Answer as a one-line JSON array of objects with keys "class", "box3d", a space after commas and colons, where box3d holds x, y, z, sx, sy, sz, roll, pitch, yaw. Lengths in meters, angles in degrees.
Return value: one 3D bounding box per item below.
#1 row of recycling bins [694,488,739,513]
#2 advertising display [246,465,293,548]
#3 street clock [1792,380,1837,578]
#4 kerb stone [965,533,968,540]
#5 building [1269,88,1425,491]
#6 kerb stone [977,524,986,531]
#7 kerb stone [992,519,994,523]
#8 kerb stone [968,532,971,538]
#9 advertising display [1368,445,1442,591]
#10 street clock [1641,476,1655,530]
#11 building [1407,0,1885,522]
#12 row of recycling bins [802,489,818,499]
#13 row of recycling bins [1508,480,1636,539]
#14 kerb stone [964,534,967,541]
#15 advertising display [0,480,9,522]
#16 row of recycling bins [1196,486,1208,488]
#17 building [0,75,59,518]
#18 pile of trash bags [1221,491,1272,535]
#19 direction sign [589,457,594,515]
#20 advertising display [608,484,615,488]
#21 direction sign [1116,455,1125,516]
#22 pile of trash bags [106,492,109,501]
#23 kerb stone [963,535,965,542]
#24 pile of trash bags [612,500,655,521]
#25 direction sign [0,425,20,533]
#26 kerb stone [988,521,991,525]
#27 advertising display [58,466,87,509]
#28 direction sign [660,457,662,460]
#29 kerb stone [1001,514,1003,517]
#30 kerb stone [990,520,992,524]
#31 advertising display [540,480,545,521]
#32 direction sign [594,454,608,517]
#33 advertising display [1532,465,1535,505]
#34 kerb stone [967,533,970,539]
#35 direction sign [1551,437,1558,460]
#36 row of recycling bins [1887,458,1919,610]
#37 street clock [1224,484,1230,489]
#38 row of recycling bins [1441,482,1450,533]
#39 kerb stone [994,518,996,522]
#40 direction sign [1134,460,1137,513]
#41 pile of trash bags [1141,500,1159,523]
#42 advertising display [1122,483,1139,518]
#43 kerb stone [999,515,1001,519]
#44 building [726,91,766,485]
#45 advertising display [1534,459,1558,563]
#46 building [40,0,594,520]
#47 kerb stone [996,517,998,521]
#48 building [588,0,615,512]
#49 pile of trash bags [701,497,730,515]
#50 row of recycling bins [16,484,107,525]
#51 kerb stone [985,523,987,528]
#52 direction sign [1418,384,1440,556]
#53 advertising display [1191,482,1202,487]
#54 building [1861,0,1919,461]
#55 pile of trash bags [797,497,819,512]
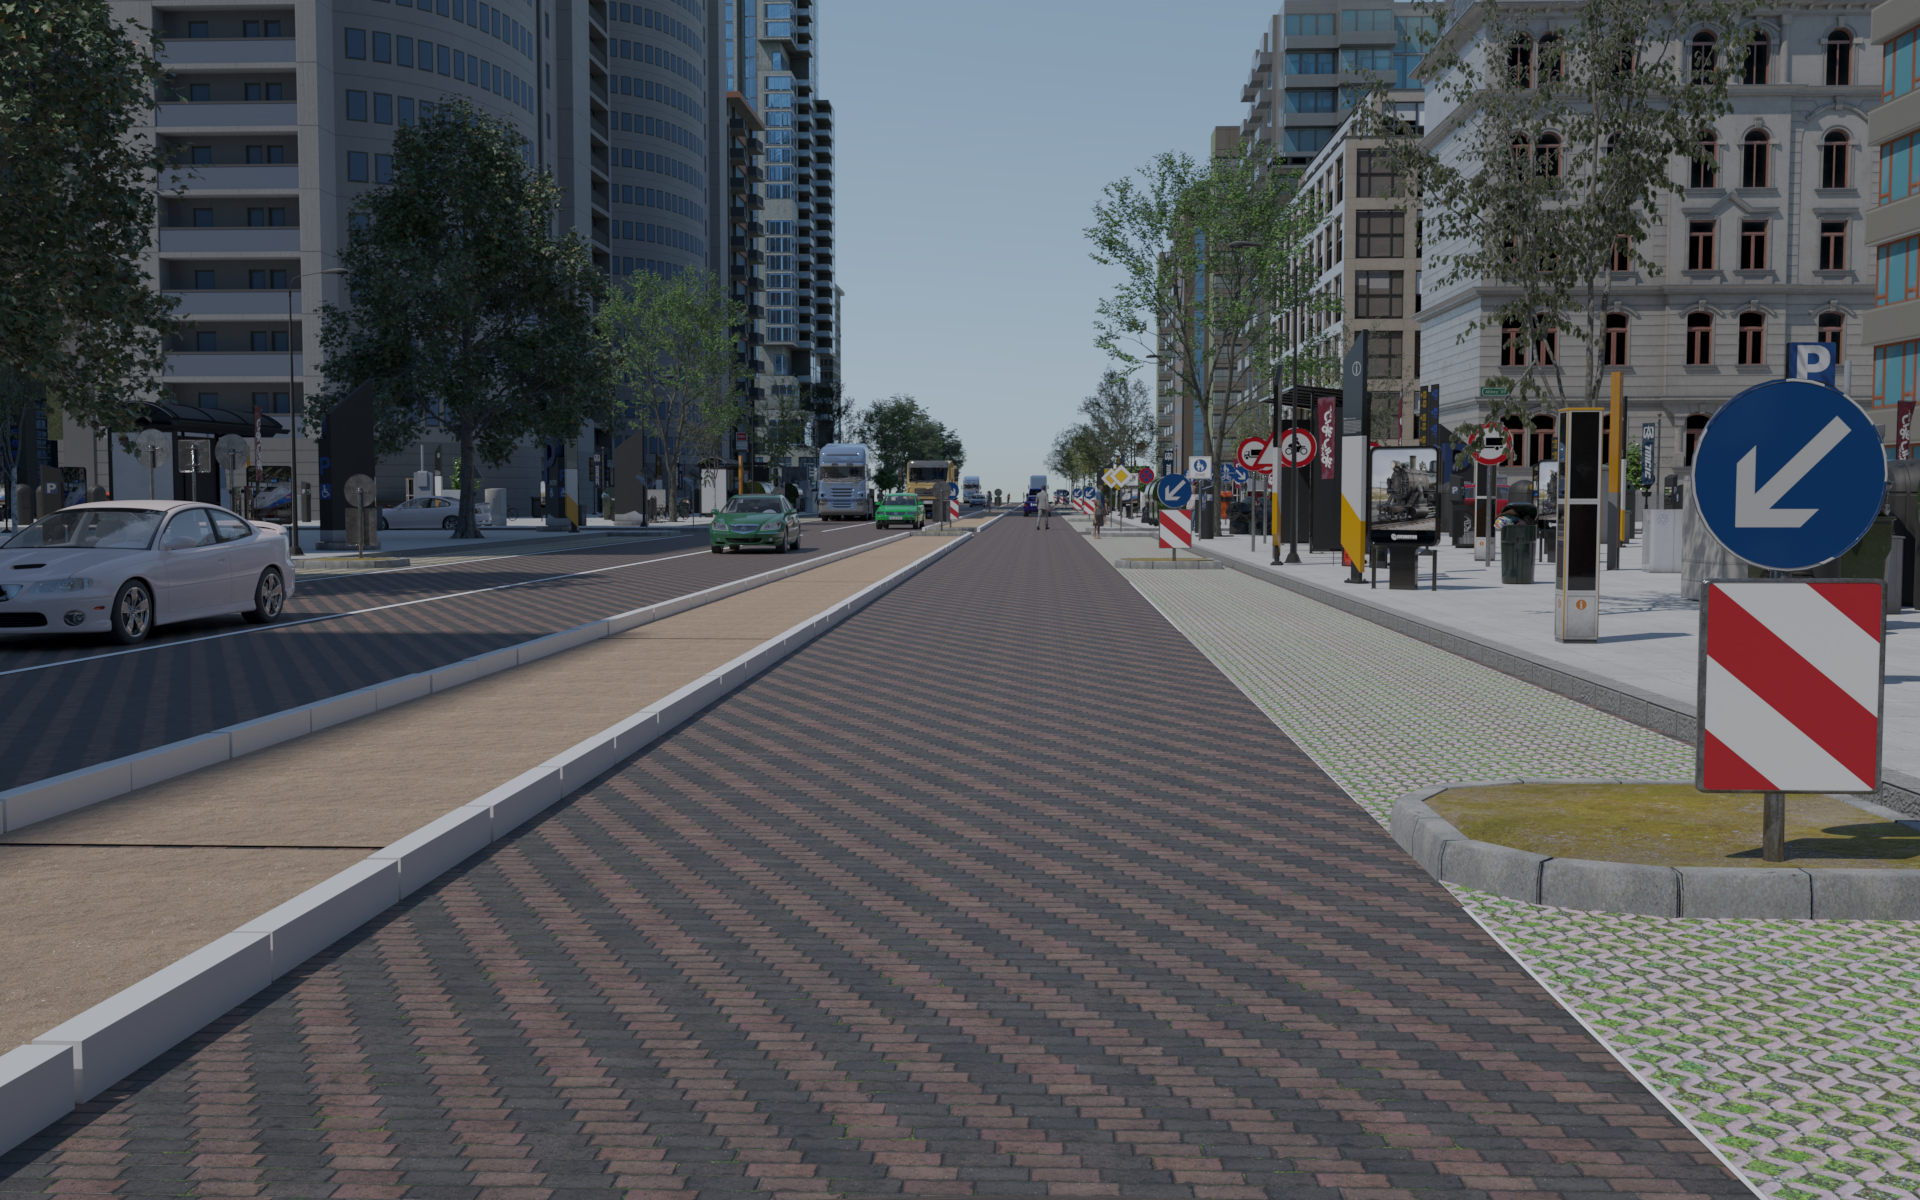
[{"class": "row of recycling bins", "box3d": [-16.259, -6.705, 116.747, 3.534, 1.692, 1.069, -2, 4, -29]}, {"class": "advertising display", "box3d": [-15.616, -2.079, 39.209, 0.974, 1.923, 0.123, -2, 4, -30]}, {"class": "street clock", "box3d": [5.440, -0.405, 11.188, 0.471, 2.002, 0.358, 0, 4, 6]}, {"class": "kerb stone", "box3d": [0.099, -1.866, 52.706, 0.120, 0.150, 1.000, 0, 4, 3]}, {"class": "building", "box3d": [34.022, -19.504, 123.401, 19.350, 26.468, 34.151, 0, 4, 3]}, {"class": "kerb stone", "box3d": [0.864, -2.899, 69.597, 0.120, 0.150, 1.000, 0, 4, 3]}, {"class": "kerb stone", "box3d": [1.384, -3.587, 80.847, 0.120, 0.150, 1.000, 0, 4, 3]}, {"class": "kerb stone", "box3d": [0.193, -1.991, 54.755, 0.120, 0.150, 1.000, 0, 4, 3]}, {"class": "advertising display", "box3d": [5.941, -1.097, 23.150, 0.974, 1.923, 0.123, 3, 4, 37]}, {"class": "street clock", "box3d": [22.674, -3.220, 57.210, 0.471, 2.002, 0.358, 0, 4, -7]}, {"class": "building", "box3d": [35.292, -18.213, 85.178, 23.554, 28.519, 14.401, 0, 4, 3]}, {"class": "row of recycling bins", "box3d": [-11.459, -7.633, 131.910, 3.534, 1.692, 1.069, -2, 4, -28]}, {"class": "row of recycling bins", "box3d": [17.536, -2.608, 49.748, 3.534, 1.692, 1.069, 0, 4, 2]}, {"class": "kerb stone", "box3d": [0.052, -1.804, 51.684, 0.120, 0.150, 1.000, 0, 4, 3]}, {"class": "advertising display", "box3d": [-44.498, -4.588, 80.227, 0.974, 1.923, 0.123, 1, 4, 16]}, {"class": "row of recycling bins", "box3d": [11.848, -5.111, 90.673, 3.534, 1.692, 1.069, -2, 4, -23]}, {"class": "building", "box3d": [-65.563, -47.692, 92.435, 31.000, 86.520, 22.319, 0, 4, 3]}, {"class": "pile of trash bags", "box3d": [9.311, -2.801, 55.552, 1.912, 1.369, 3.447, -2, 4, -27]}, {"class": "direction sign", "box3d": [-22.701, -7.063, 107.481, 0.379, 3.537, 0.876, 2, 4, 28]}, {"class": "advertising display", "box3d": [-23.251, -6.766, 115.842, 0.123, 1.923, 0.974, 3, 5, 43]}, {"class": "direction sign", "box3d": [9.365, -6.676, 101.146, 0.379, 3.537, 0.876, -2, 4, -26]}, {"class": "pile of trash bags", "box3d": [-69.382, -8.144, 142.912, 1.912, 1.369, 3.447, 3, 5, 41]}, {"class": "kerb stone", "box3d": [0.004, -1.740, 50.663, 0.120, 0.150, 1.000, 0, 4, 3]}, {"class": "pile of trash bags", "box3d": [-15.528, -4.393, 81.585, 1.912, 1.369, 3.447, 0, 4, 4]}, {"class": "direction sign", "box3d": [-31.440, -3.977, 57.027, 0.876, 3.537, 0.379, -1, 4, -20]}, {"class": "kerb stone", "box3d": [1.150, -3.270, 75.734, 0.120, 0.150, 1.000, 0, 4, 3]}, {"class": "advertising display", "box3d": [-20.898, -2.178, 40.829, 0.123, 1.923, 0.974, 0, 4, 4]}, {"class": "direction sign", "box3d": [-18.118, -6.906, 104.911, 0.379, 3.537, 0.876, 0, 4, -1]}, {"class": "kerb stone", "box3d": [2.273, -4.775, 100.327, 0.120, 0.150, 1.000, 0, 4, 3]}, {"class": "kerb stone", "box3d": [1.243, -3.400, 77.778, 0.120, 0.150, 1.000, 0, 4, 3]}, {"class": "advertising display", "box3d": [-19.151, -4.635, 80.999, 0.974, 1.923, 0.123, 0, 4, 4]}, {"class": "direction sign", "box3d": [-20.317, -6.529, 98.750, 0.379, 3.537, 0.876, -3, 5, -41]}, {"class": "advertising display", "box3d": [12.592, -1.928, 36.737, 0.123, 1.923, 0.974, -3, 5, -40]}, {"class": "kerb stone", "box3d": [0.154, -1.923, 53.733, 0.120, 0.150, 1.000, 0, 4, 3]}, {"class": "direction sign", "box3d": [23.655, -4.672, 68.386, 0.379, 3.537, 0.876, -2, 4, -24]}, {"class": "row of recycling bins", "box3d": [11.182, -0.809, 20.332, 1.069, 1.692, 3.534, 1, 4, 10]}, {"class": "street clock", "box3d": [18.335, -6.984, 118.761, 0.471, 2.002, 0.358, 2, 4, 32]}, {"class": "row of recycling bins", "box3d": [15.054, -3.115, 58.050, 3.534, 1.692, 1.069, 1, 4, 22]}, {"class": "kerb stone", "box3d": [1.569, -3.838, 84.945, 0.120, 0.150, 1.000, 0, 4, 3]}, {"class": "direction sign", "box3d": [11.773, -7.600, 116.259, 0.379, 3.537, 0.876, 1, 4, 12]}, {"class": "pile of trash bags", "box3d": [9.616, -4.076, 76.403, 3.447, 1.369, 1.912, 1, 4, 15]}, {"class": "advertising display", "box3d": [9.089, -5.357, 92.797, 0.974, 1.923, 0.123, 1, 4, 21]}, {"class": "kerb stone", "box3d": [2.040, -4.464, 95.187, 0.120, 0.150, 1.000, 0, 4, 3]}, {"class": "building", "box3d": [-33.009, -32.491, 185.846, 22.147, 44.769, 28.867, 0, 4, 3]}, {"class": "advertising display", "box3d": [11.101, -1.650, 32.196, 0.123, 1.923, 0.974, -1, 4, -22]}, {"class": "building", "box3d": [-34.758, -33.940, 96.920, 21.231, 58.520, 28.212, 0, 4, 3]}, {"class": "kerb stone", "box3d": [1.711, -4.026, 88.018, 0.120, 0.150, 1.000, 0, 4, 3]}, {"class": "building", "box3d": [-35.134, -42.244, 128.935, 20.563, 71.187, 20.611, 0, 4, 3]}, {"class": "pile of trash bags", "box3d": [-14.745, -5.789, 104.397, 1.912, 1.369, 3.447, -1, 4, -21]}, {"class": "row of recycling bins", "box3d": [-37.362, -3.961, 71.869, 3.534, 1.692, 1.069, -1, 4, -22]}, {"class": "kerb stone", "box3d": [0.920, -2.962, 70.617, 0.120, 0.150, 1.000, 0, 4, 3]}, {"class": "direction sign", "box3d": [9.737, -2.692, 36.012, 0.379, 3.537, 0.876, -1, 4, -9]}, {"class": "advertising display", "box3d": [12.600, -5.406, 93.598, 0.974, 1.923, 0.123, -1, 4, -10]}, {"class": "building", "box3d": [35.965, -11.219, 28.468, 27.650, 21.520, 28.899, 0, 4, 3]}, {"class": "pile of trash bags", "box3d": [-11.142, -6.994, 124.107, 1.912, 1.369, 3.447, 1, 4, 18]}]
